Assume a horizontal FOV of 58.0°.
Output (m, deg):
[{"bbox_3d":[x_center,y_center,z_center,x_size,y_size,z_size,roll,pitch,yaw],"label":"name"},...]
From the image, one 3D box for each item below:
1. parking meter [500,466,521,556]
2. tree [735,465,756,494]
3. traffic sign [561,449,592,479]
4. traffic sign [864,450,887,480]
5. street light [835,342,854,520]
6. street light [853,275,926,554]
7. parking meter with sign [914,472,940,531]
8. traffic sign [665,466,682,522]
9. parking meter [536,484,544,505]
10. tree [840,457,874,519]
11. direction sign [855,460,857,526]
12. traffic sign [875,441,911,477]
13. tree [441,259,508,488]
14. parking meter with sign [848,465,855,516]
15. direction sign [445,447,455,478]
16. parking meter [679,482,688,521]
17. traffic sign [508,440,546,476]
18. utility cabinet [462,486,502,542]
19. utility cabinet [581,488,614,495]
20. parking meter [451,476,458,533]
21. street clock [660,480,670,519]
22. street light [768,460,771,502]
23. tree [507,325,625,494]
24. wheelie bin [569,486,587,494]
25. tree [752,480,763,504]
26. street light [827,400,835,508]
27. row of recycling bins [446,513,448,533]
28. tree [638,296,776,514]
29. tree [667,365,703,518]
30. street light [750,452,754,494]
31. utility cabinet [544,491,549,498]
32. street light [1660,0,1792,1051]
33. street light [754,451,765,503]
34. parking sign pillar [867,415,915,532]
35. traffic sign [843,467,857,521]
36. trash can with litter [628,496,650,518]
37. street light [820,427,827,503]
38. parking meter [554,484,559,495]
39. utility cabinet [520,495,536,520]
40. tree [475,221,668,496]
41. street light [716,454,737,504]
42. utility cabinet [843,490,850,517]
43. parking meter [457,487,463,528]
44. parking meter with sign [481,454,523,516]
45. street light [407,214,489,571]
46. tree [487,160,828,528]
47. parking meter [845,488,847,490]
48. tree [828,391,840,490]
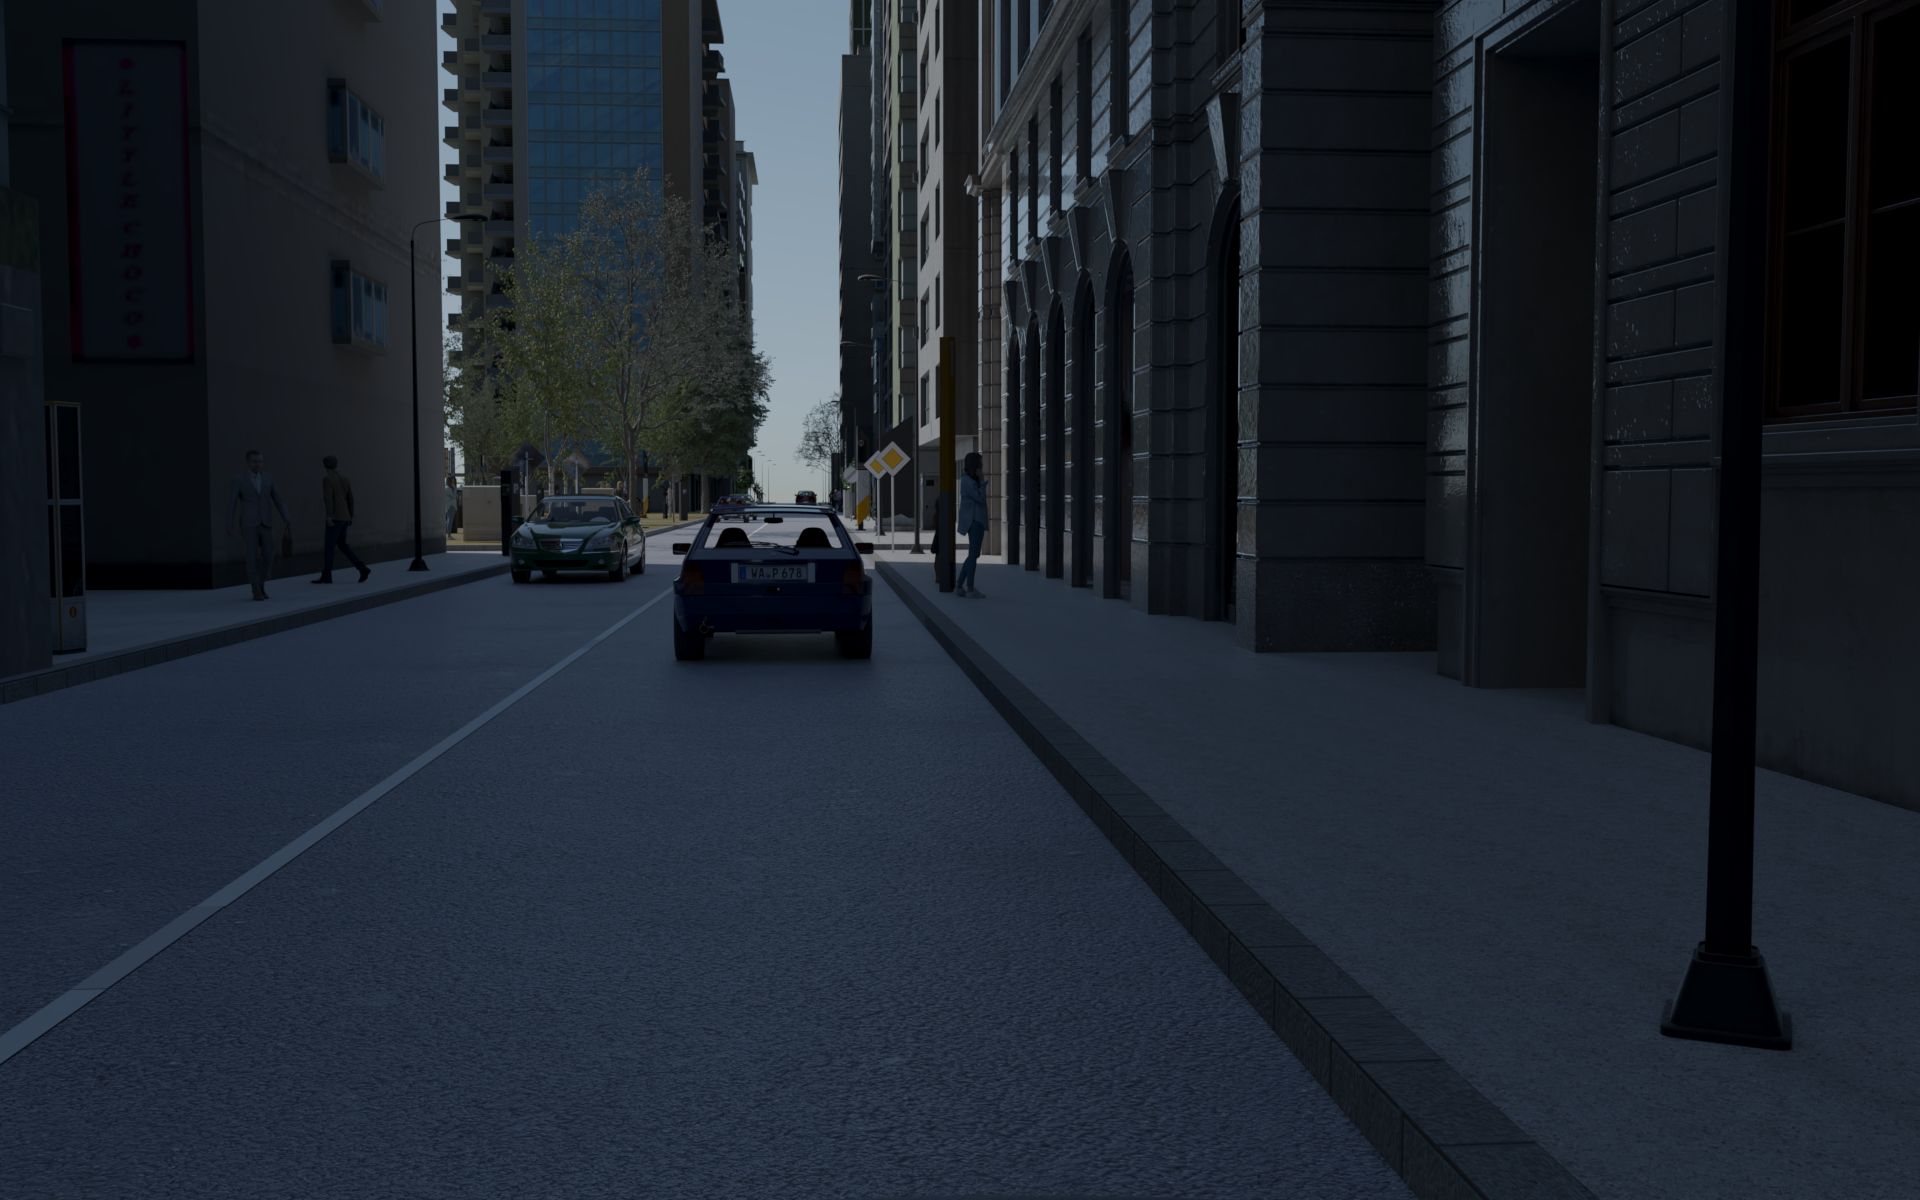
[{"bbox_3d":[-9.301,-1.843,35.847,0.255,1.863,0.399,1,4,19],"label":"parking meter"},{"bbox_3d":[-24.614,-12.952,195.473,4.285,4.588,4.351,0,3,0],"label":"tree"},{"bbox_3d":[-10.005,-2.629,45.175,0.795,2.593,0.064,0,4,-5],"label":"traffic sign"},{"bbox_3d":[-2.139,-2.669,45.833,0.795,2.593,0.064,0,4,-5],"label":"traffic sign"},{"bbox_3d":[-2.978,-4.922,53.023,1.470,5.913,1.316,0,4,-5],"label":"street light"},{"bbox_3d":[-1.458,-3.938,36.927,1.470,5.913,1.316,0,4,-5],"label":"street light"},{"bbox_3d":[-1.048,-3.967,61.126,1.738,3.016,0.543,-1,4,-13],"label":"parking meter with sign"},{"bbox_3d":[-13.014,-4.806,78.679,0.768,2.556,0.104,0,4,0],"label":"traffic sign"},{"bbox_3d":[-23.623,-5.613,97.487,0.399,1.863,0.255,1,4,17],"label":"parking meter"},{"bbox_3d":[-5.625,-5.904,91.130,1.663,3.219,1.824,0,3,0],"label":"tree"},{"bbox_3d":[-4.072,-4.772,70.024,0.379,3.537,0.876,1,4,10],"label":"direction sign"},{"bbox_3d":[-1.450,-2.183,37.877,0.795,2.593,0.064,0,4,-5],"label":"traffic sign"},{"bbox_3d":[-16.377,-6.224,52.122,4.360,8.622,3.978,0,3,0],"label":"tree"},{"bbox_3d":[-6.325,-6.555,103.430,0.543,3.016,1.738,-1,4,-9],"label":"parking meter with sign"},{"bbox_3d":[-24.769,-5.633,84.102,0.876,3.537,0.379,3,5,39],"label":"direction sign"},{"bbox_3d":[-13.313,-4.754,83.442,0.399,1.863,0.255,-3,4,-37],"label":"parking meter"},{"bbox_3d":[-9.317,-2.142,37.220,0.795,2.593,0.064,0,4,-5],"label":"traffic sign"},{"bbox_3d":[-12.620,-2.290,46.115,1.173,1.500,0.318,-1,4,-12],"label":"utility cabinet"},{"bbox_3d":[-13.825,-3.512,66.100,1.173,1.500,0.318,0,4,1],"label":"utility cabinet"},{"bbox_3d":[-16.633,-3.122,56.758,0.255,1.863,0.399,0,4,-6],"label":"parking meter"},{"bbox_3d":[-15.310,-5.220,89.921,0.358,2.002,0.471,3,5,39],"label":"street clock"},{"bbox_3d":[-26.556,-16.200,237.403,1.470,5.913,1.316,0,4,-5],"label":"street light"},{"bbox_3d":[-16.527,-7.532,73.504,4.360,8.622,3.978,0,3,0],"label":"tree"},{"bbox_3d":[-14.895,-3.650,67.589,0.980,1.594,0.693,0,4,6],"label":"wheelie bin"},{"bbox_3d":[-27.215,-14.570,232.818,1.663,3.219,1.824,0,3,0],"label":"tree"},{"bbox_3d":[-5.728,-6.940,86.008,1.470,5.913,1.316,0,4,-5],"label":"street light"},{"bbox_3d":[-18.587,-3.043,56.870,3.534,1.692,1.069,0,4,-8],"label":"row of recycling bins"},{"bbox_3d":[-16.302,-12.490,110.875,9.857,13.997,8.962,0,3,0],"label":"tree"},{"bbox_3d":[-15.997,-8.777,93.867,4.737,8.622,4.395,0,3,0],"label":"tree"},{"bbox_3d":[-19.451,-11.143,154.725,1.470,5.913,1.316,0,4,-5],"label":"street light"},{"bbox_3d":[-27.691,-6.627,117.031,1.173,1.500,0.318,-3,5,-39],"label":"utility cabinet"},{"bbox_3d":[1.302,-1.921,3.943,1.470,5.913,1.316,0,4,-5],"label":"street light"},{"bbox_3d":[-22.193,-13.170,187.863,1.470,5.913,1.316,0,4,-5],"label":"street light"},{"bbox_3d":[-2.239,-4.342,59.470,1.447,3.967,1.447,1,4,10],"label":"parking sign pillar"},{"bbox_3d":[-5.121,-4.980,81.523,0.768,2.556,0.104,0,4,-4],"label":"traffic sign"},{"bbox_3d":[-17.330,-5.002,93.162,0.624,1.170,1.055,2,4,25],"label":"trash can with litter"},{"bbox_3d":[-8.779,-9.035,120.260,1.470,5.913,1.316,0,4,-5],"label":"street light"},{"bbox_3d":[-23.092,-5.703,98.955,0.255,1.863,0.399,2,4,24],"label":"parking meter"},{"bbox_3d":[-20.667,-4.353,82.326,1.020,1.237,0.306,-1,4,-8],"label":"utility cabinet"},{"bbox_3d":[-11.036,-5.950,47.649,4.737,8.622,4.395,0,3,0],"label":"tree"},{"bbox_3d":[-16.543,-9.126,121.755,1.470,5.913,1.316,0,4,-5],"label":"street light"},{"bbox_3d":[-6.145,-5.226,94.116,0.318,1.500,1.173,0,4,-7],"label":"utility cabinet"},{"bbox_3d":[-20.649,-3.866,71.627,0.372,1.533,0.369,0,3,0],"label":"parking meter"},{"bbox_3d":[-20.131,-4.888,76.172,1.738,3.016,0.543,0,4,-7],"label":"parking meter with sign"},{"bbox_3d":[-8.508,-3.441,28.800,1.470,5.913,1.316,0,4,-5],"label":"street light"},{"bbox_3d":[-12.270,-9.426,64.482,12.009,13.543,11.850,0,3,0],"label":"tree"},{"bbox_3d":[-7.765,-6.988,119.960,0.399,1.863,0.255,-1,4,-17],"label":"parking meter"},{"bbox_3d":[-14.590,-17.968,204.144,12.009,13.543,11.850,0,3,0],"label":"tree"}]
